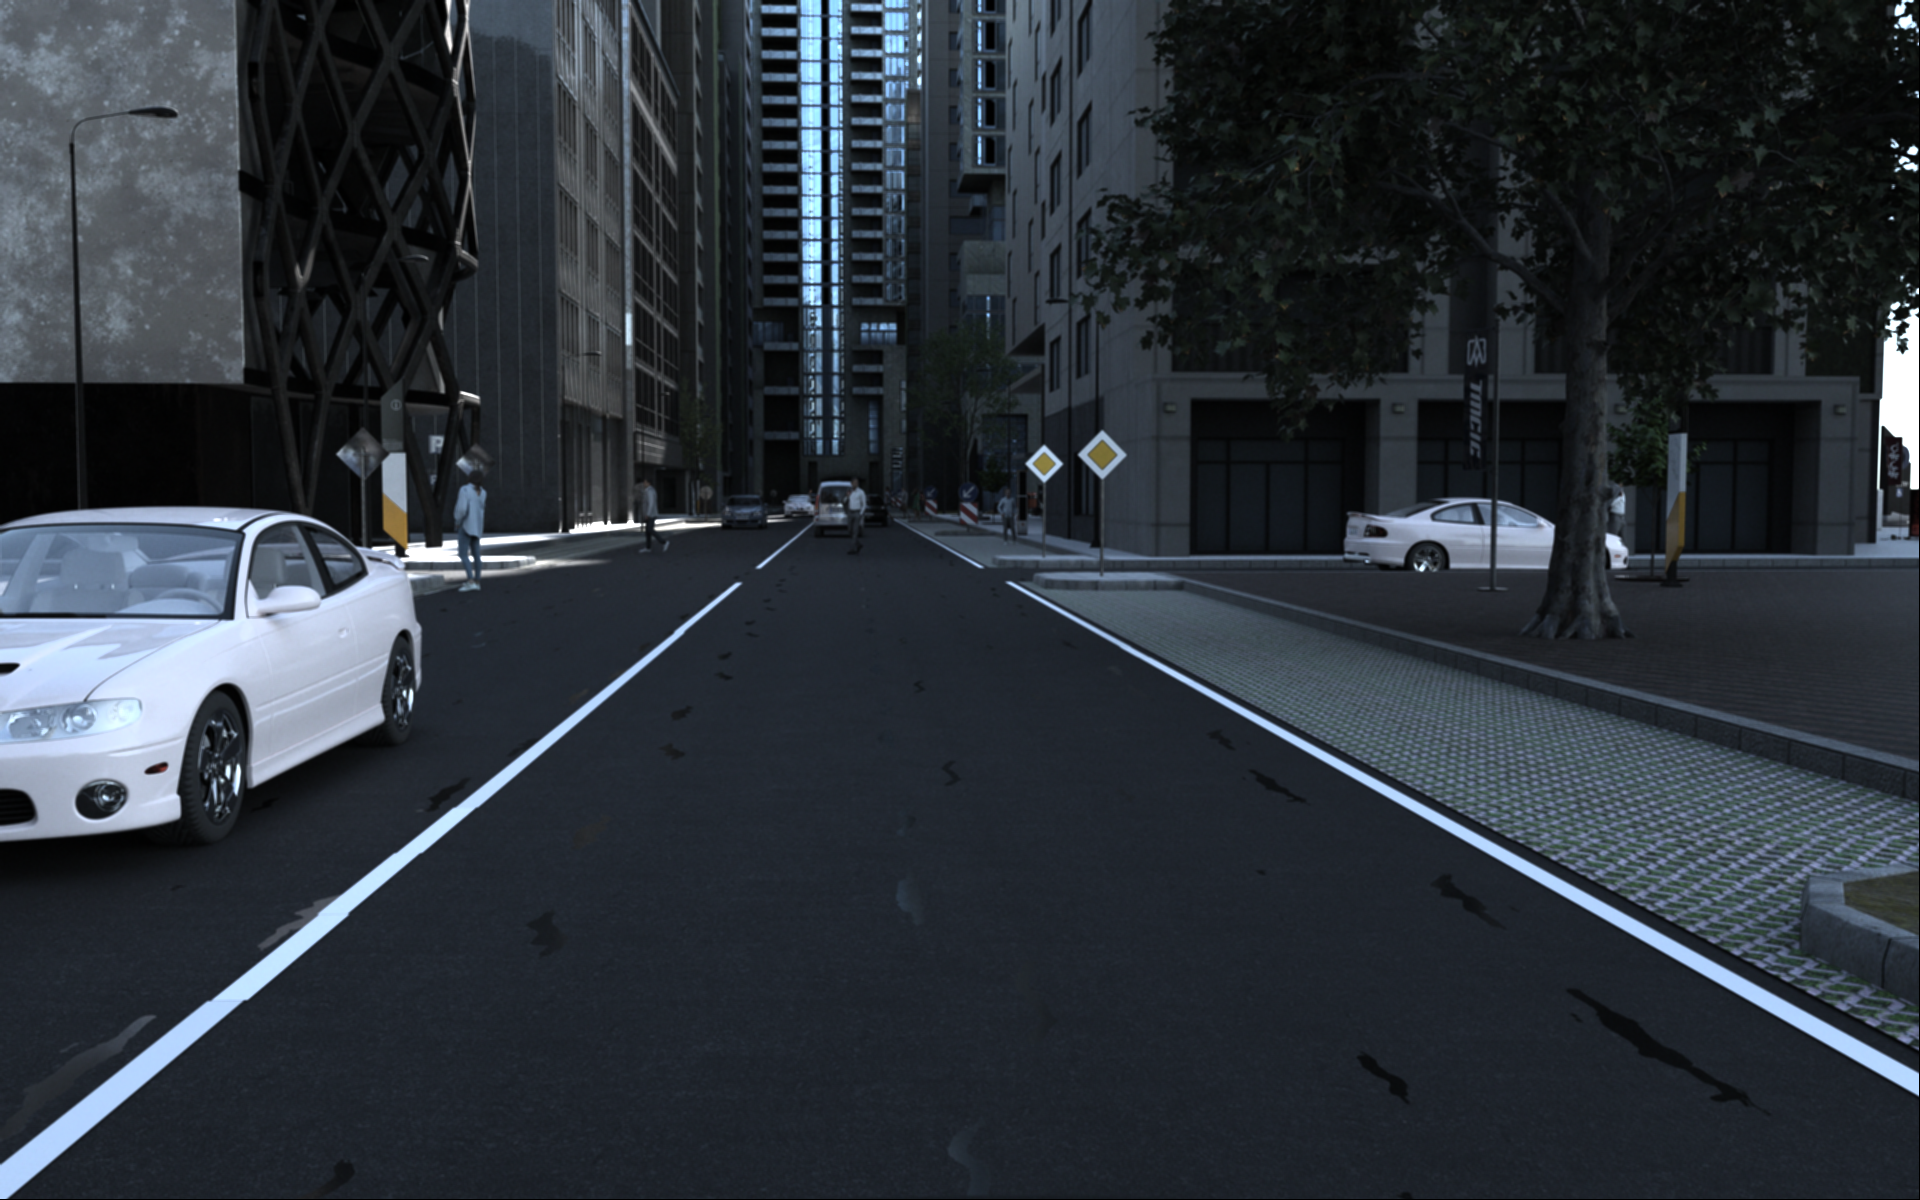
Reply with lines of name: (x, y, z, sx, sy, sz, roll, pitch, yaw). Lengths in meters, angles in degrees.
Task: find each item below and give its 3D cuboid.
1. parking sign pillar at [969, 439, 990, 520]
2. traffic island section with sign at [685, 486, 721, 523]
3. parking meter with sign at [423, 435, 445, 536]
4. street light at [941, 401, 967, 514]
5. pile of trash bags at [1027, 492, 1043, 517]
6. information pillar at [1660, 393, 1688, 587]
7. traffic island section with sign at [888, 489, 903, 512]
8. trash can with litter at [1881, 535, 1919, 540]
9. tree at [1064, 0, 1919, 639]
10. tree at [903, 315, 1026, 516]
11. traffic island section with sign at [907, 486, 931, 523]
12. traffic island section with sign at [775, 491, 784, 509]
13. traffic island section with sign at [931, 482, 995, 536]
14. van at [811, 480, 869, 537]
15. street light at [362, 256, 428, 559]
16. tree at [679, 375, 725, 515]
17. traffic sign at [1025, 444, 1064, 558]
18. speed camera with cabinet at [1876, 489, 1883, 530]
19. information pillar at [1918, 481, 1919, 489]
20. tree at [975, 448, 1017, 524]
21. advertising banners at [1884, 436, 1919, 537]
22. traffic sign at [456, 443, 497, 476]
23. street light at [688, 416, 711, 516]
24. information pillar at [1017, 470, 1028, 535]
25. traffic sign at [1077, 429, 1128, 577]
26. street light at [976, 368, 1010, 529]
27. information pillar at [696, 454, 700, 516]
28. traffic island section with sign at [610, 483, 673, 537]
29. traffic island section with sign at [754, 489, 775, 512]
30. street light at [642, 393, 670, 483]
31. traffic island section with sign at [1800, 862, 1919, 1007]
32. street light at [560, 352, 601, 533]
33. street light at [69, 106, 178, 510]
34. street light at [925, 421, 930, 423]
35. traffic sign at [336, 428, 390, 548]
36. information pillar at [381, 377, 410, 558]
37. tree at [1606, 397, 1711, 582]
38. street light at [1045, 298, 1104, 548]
parking sign pillar: (0.767, -5.902, 84.975, 1.447, 3.967, 1.447, -1, 4, -13)
traffic island section with sign: (-12.551, -4.728, 85.930, 1.989, 1.847, 2.006, 0, 4, -4)
parking meter with sign: (-15.833, -3.412, 52.049, 0.543, 3.016, 1.738, -2, 4, -27)
street light: (-0.222, -6.996, 86.919, 1.470, 5.913, 1.316, 0, 4, -4)
pile of trash bags: (4.975, -5.606, 101.402, 1.912, 1.369, 3.447, 2, 4, 31)
information pillar: (9.858, -1.985, 23.816, 0.183, 3.616, 0.504, 0, 4, 3)
traffic island section with sign: (-4.848, -7.848, 136.946, 1.989, 1.847, 2.006, 0, 4, -4)
trash can with litter: (26.878, -2.306, 48.754, 2.233, 1.210, 1.678, 0, 4, -4)
tree: (5.741, -6.016, 15.373, 9.611, 12.733, 9.660, 0, 3, 0)
tree: (0.164, -10.693, 100.586, 9.928, 11.665, 9.643, 0, 3, 0)
traffic island section with sign: (-1.595, -4.756, 86.386, 1.989, 1.847, 2.006, 0, 4, -4)
traffic island section with sign: (-17.571, -9.496, 163.884, 1.989, 1.847, 2.006, 0, 4, -4)
traffic island section with sign: (0.134, -3.111, 59.487, 1.989, 1.847, 2.006, 0, 4, -4)
van: (-4.101, -3.178, 58.967, 2.013, 2.044, 4.112, 0, 4, -3)
street light: (-11.065, -3.752, 33.880, 1.470, 5.913, 1.316, 0, 4, -4)
tree: (-16.391, -9.544, 106.407, 4.737, 8.622, 4.395, 0, 3, 0)
traffic sign: (1.689, -1.909, 34.859, 0.795, 2.450, 0.064, 0, 4, -4)
speed camera with cabinet: (31.741, -4.076, 60.973, 2.038, 3.252, 0.660, -3, 4, -36)
information pillar: (55.753, -5.868, 100.441, 0.304, 2.012, 0.304, 2, 4, 24)
tree: (1.338, -4.854, 73.968, 1.663, 3.219, 1.824, 0, 3, 0)
advertising banners: (28.789, -3.409, 51.918, 0.090, 3.025, 2.074, -3, 5, -45)
traffic sign: (-9.533, -1.867, 34.161, 0.795, 2.450, 0.064, 0, 4, -4)
street light: (-15.397, -7.950, 102.530, 1.470, 5.913, 1.316, 0, 4, -4)
information pillar: (1.932, -3.023, 53.916, 0.304, 2.012, 0.304, 0, 4, -6)
traffic sign: (2.202, -1.422, 26.891, 0.795, 2.450, 0.064, 0, 4, -4)
street light: (1.277, -5.599, 64.084, 1.470, 5.913, 1.316, 0, 4, -4)
information pillar: (-15.320, -6.725, 101.301, 0.183, 3.616, 0.504, 0, 4, -4)
traffic island section with sign: (-10.823, -3.083, 59.030, 1.989, 1.847, 2.006, 0, 4, -4)
traffic island section with sign: (-15.807, -7.824, 136.544, 1.989, 1.847, 2.006, 0, 4, -4)
street light: (-14.040, -6.553, 79.686, 1.470, 5.913, 1.316, 0, 4, -4)
traffic island section with sign: (3.643, 0.222, 4.998, 1.989, 1.847, 2.006, 0, 4, -4)
street light: (-12.424, -5.149, 56.724, 1.470, 5.913, 1.316, 0, 4, -4)
street light: (-10.071, -2.956, 20.878, 1.470, 5.913, 1.316, 0, 4, -4)
street light: (-1.532, -8.402, 109.918, 1.470, 5.913, 1.316, 0, 4, -4)
traffic sign: (-9.021, -1.379, 26.192, 0.795, 2.450, 0.064, 0, 4, -4)
information pillar: (-11.360, -2.658, 34.807, 0.504, 3.616, 0.183, 0, 4, 6)
tree: (10.419, -1.903, 25.711, 1.663, 3.219, 1.824, 0, 3, 0)
street light: (2.723, -4.202, 41.246, 1.470, 5.913, 1.316, 0, 4, -4)
